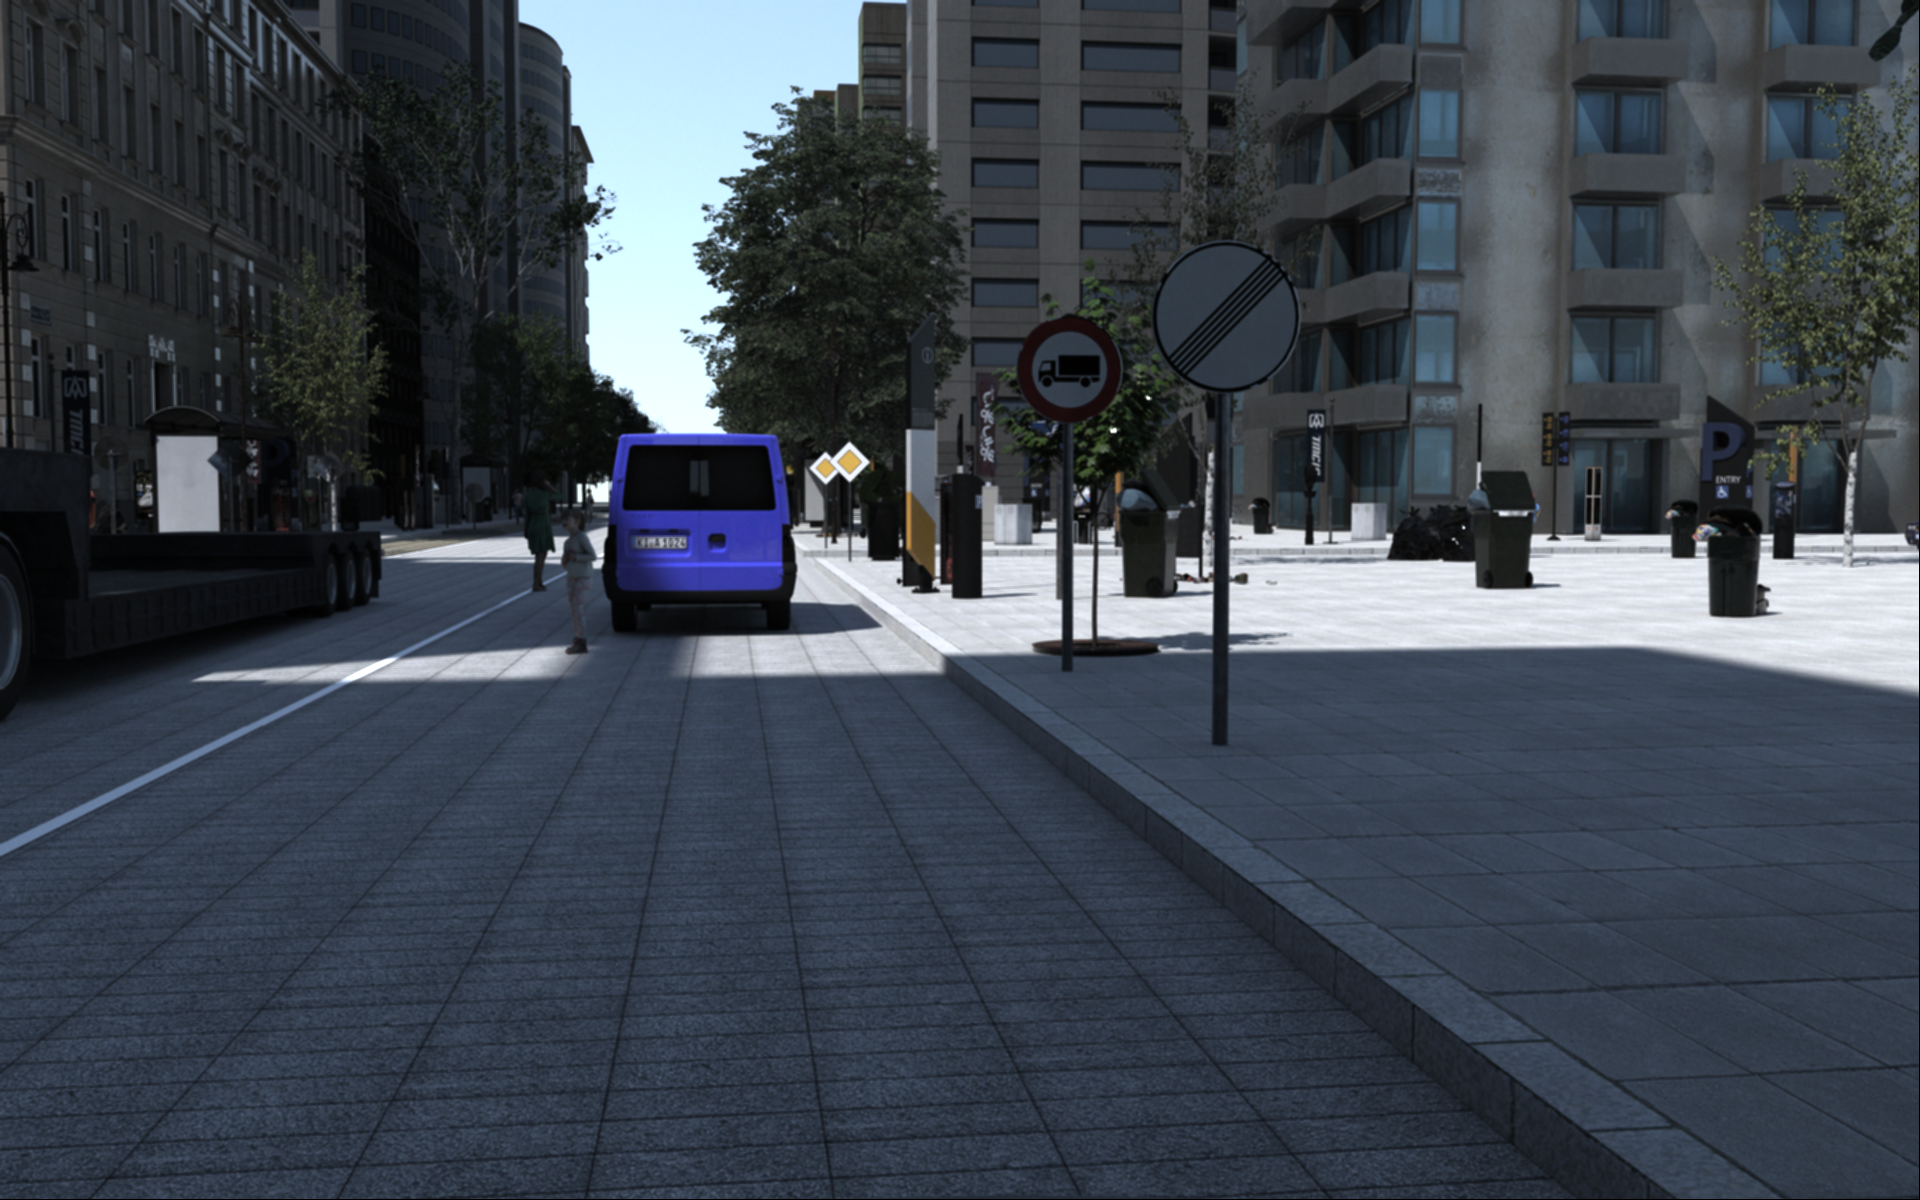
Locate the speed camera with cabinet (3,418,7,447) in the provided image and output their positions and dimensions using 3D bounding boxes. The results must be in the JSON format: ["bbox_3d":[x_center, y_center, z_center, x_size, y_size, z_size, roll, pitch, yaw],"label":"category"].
[{"bbox_3d":[-25.520,-3.093,44.911,2.038,3.252,0.660,0,4,-7],"label":"speed camera with cabinet"}]

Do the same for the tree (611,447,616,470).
[{"bbox_3d":[-36.718,-14.592,188.944,4.360,8.622,3.978,0,3,0],"label":"tree"}]

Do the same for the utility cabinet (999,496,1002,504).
[{"bbox_3d":[1.144,-3.430,67.236,1.020,1.237,0.306,-2,4,-35],"label":"utility cabinet"}]

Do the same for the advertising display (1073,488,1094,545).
[{"bbox_3d":[3.162,-2.395,44.376,0.123,1.923,0.974,-2,4,-24],"label":"advertising display"}]

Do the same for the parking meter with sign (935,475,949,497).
[{"bbox_3d":[-0.817,-4.483,69.566,1.738,3.016,0.543,3,5,44],"label":"parking meter with sign"}]

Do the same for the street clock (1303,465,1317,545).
[{"bbox_3d":[8.833,-2.395,43.736,0.358,2.002,0.471,0,4,2],"label":"street clock"}]

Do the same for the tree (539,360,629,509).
[{"bbox_3d":[-32.044,-13.998,146.999,7.486,12.596,7.792,0,3,0],"label":"tree"}]

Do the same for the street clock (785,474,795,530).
[{"bbox_3d":[-6.156,-3.553,62.662,0.358,2.002,0.471,-2,4,-27],"label":"street clock"}]

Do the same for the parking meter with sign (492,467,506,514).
[{"bbox_3d":[-30.236,-7.075,111.936,1.738,3.016,0.543,0,4,5],"label":"parking meter with sign"}]

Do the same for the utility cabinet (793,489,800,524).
[{"bbox_3d":[-7.073,-3.925,72.859,0.318,1.500,1.173,1,4,14],"label":"utility cabinet"}]

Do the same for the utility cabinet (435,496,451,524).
[{"bbox_3d":[-21.953,-3.849,74.090,1.020,1.237,0.306,-2,4,-24],"label":"utility cabinet"}]

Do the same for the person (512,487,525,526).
[{"bbox_3d":[-19.846,-4.226,78.189,0.643,1.750,0.593,2,4,26],"label":"person"}]

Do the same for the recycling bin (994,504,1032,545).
[{"bbox_3d":[1.346,-1.908,43.745,0.722,1.027,0.722,3,4,37],"label":"recycling bin"}]

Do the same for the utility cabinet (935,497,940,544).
[{"bbox_3d":[-0.913,-2.010,44.030,1.020,1.237,0.306,-2,4,-33],"label":"utility cabinet"}]

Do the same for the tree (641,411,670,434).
[{"bbox_3d":[-46.533,-21.160,256.335,12.009,13.543,11.850,0,3,0],"label":"tree"}]

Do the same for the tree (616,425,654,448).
[{"bbox_3d":[-40.077,-16.901,210.750,8.767,10.594,7.601,3,5,40],"label":"tree"}]

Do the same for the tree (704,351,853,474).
[{"bbox_3d":[-10.772,-11.540,105.687,9.611,12.733,9.660,0,3,0],"label":"tree"}]

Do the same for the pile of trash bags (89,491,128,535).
[{"bbox_3d":[-20.953,-1.942,41.509,1.912,1.369,3.447,-2,4,-26],"label":"pile of trash bags"}]

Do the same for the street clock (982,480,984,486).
[{"bbox_3d":[0.987,-5.035,86.886,0.471,2.002,0.358,0,4,-2],"label":"street clock"}]

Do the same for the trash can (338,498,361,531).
[{"bbox_3d":[-20.812,-2.900,59.067,0.748,1.137,0.748,0,3,0],"label":"trash can"}]

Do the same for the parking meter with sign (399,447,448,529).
[{"bbox_3d":[-19.999,-4.179,64.586,1.738,3.016,0.543,-1,4,-9],"label":"parking meter with sign"}]

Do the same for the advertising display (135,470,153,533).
[{"bbox_3d":[-21.590,-2.524,46.483,0.974,1.923,0.123,-1,4,-13],"label":"advertising display"}]

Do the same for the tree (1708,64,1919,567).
[{"bbox_3d":[15.608,-4.896,30.410,4.737,8.622,4.395,0,3,0],"label":"tree"}]

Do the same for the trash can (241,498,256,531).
[{"bbox_3d":[-23.335,-2.738,56.418,0.748,1.137,0.748,0,3,0],"label":"trash can"}]

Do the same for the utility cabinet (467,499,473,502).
[{"bbox_3d":[-23.430,-4.395,83.020,0.306,1.237,1.020,-1,4,-12],"label":"utility cabinet"}]

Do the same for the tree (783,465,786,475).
[{"bbox_3d":[-10.275,-6.196,95.910,1.663,3.219,1.824,0,3,0],"label":"tree"}]

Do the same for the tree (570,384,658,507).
[{"bbox_3d":[-35.421,-15.931,177.476,9.611,12.733,9.660,0,3,0],"label":"tree"}]

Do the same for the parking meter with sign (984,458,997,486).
[{"bbox_3d":[1.376,-5.261,82.278,0.543,3.016,1.738,1,4,10],"label":"parking meter with sign"}]

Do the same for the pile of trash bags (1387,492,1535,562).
[{"bbox_3d":[10.166,-1.495,34.192,3.447,1.369,1.912,-2,4,-35],"label":"pile of trash bags"}]

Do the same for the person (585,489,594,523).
[{"bbox_3d":[-18.299,-4.649,85.508,0.522,1.701,0.512,0,4,3],"label":"person"}]

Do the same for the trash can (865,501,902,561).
[{"bbox_3d":[-1.475,-1.335,33.485,0.748,1.137,0.748,0,3,0],"label":"trash can"}]

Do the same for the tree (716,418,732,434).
[{"bbox_3d":[-20.300,-16.482,179.847,12.009,13.543,11.850,0,3,0],"label":"tree"}]

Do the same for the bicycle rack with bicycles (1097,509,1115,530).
[{"bbox_3d":[6.661,-2.995,62.356,2.925,0.926,2.852,2,4,35],"label":"bicycle rack with bicycles"}]

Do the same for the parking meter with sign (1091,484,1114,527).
[{"bbox_3d":[5.594,-4.321,66.906,0.543,3.016,1.738,-3,4,-38],"label":"parking meter with sign"}]

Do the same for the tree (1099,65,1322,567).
[{"bbox_3d":[4.401,-4.907,30.600,4.360,8.622,3.978,0,3,0],"label":"tree"}]

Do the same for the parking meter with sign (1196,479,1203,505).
[{"bbox_3d":[12.027,-5.626,88.242,1.738,3.016,0.543,0,4,8],"label":"parking meter with sign"}]

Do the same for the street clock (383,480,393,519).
[{"bbox_3d":[-29.916,-5.264,90.631,0.358,2.002,0.471,2,4,26],"label":"street clock"}]

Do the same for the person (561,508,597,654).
[{"bbox_3d":[-3.467,-0.175,15.641,0.425,1.301,0.394,2,4,25],"label":"person"}]

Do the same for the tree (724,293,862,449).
[{"bbox_3d":[-7.998,-9.759,85.308,9.928,11.665,9.643,0,3,0],"label":"tree"}]

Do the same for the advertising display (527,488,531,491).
[{"bbox_3d":[-26.729,-6.345,108.957,0.974,1.923,0.123,-3,5,-41],"label":"advertising display"}]

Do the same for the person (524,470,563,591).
[{"bbox_3d":[-6.255,-1.037,25.704,0.600,1.795,0.529,1,4,16],"label":"person"}]

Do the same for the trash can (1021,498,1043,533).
[{"bbox_3d":[2.364,-2.767,56.900,0.748,1.137,0.748,0,3,0],"label":"trash can"}]

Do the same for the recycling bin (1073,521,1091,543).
[{"bbox_3d":[3.032,-2.048,46.036,0.722,1.027,0.722,-1,4,-14],"label":"recycling bin"}]

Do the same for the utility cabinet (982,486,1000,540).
[{"bbox_3d":[0.480,-2.362,47.289,1.173,1.500,0.318,1,4,9],"label":"utility cabinet"}]

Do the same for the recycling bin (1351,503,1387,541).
[{"bbox_3d":[11.353,-2.173,48.079,0.722,1.027,0.722,-3,5,-44],"label":"recycling bin"}]

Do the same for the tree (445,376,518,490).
[{"bbox_3d":[-30.066,-9.693,108.842,4.737,8.622,4.395,0,3,0],"label":"tree"}]

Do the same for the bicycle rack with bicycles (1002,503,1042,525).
[{"bbox_3d":[2.312,-3.551,71.439,2.852,0.926,2.925,0,4,6],"label":"bicycle rack with bicycles"}]

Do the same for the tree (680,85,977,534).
[{"bbox_3d":[-4.046,-9.113,55.649,9.857,13.997,8.962,0,3,0],"label":"tree"}]

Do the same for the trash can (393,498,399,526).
[{"bbox_3d":[-22.383,-3.536,69.467,0.748,1.137,0.748,0,3,0],"label":"trash can"}]
